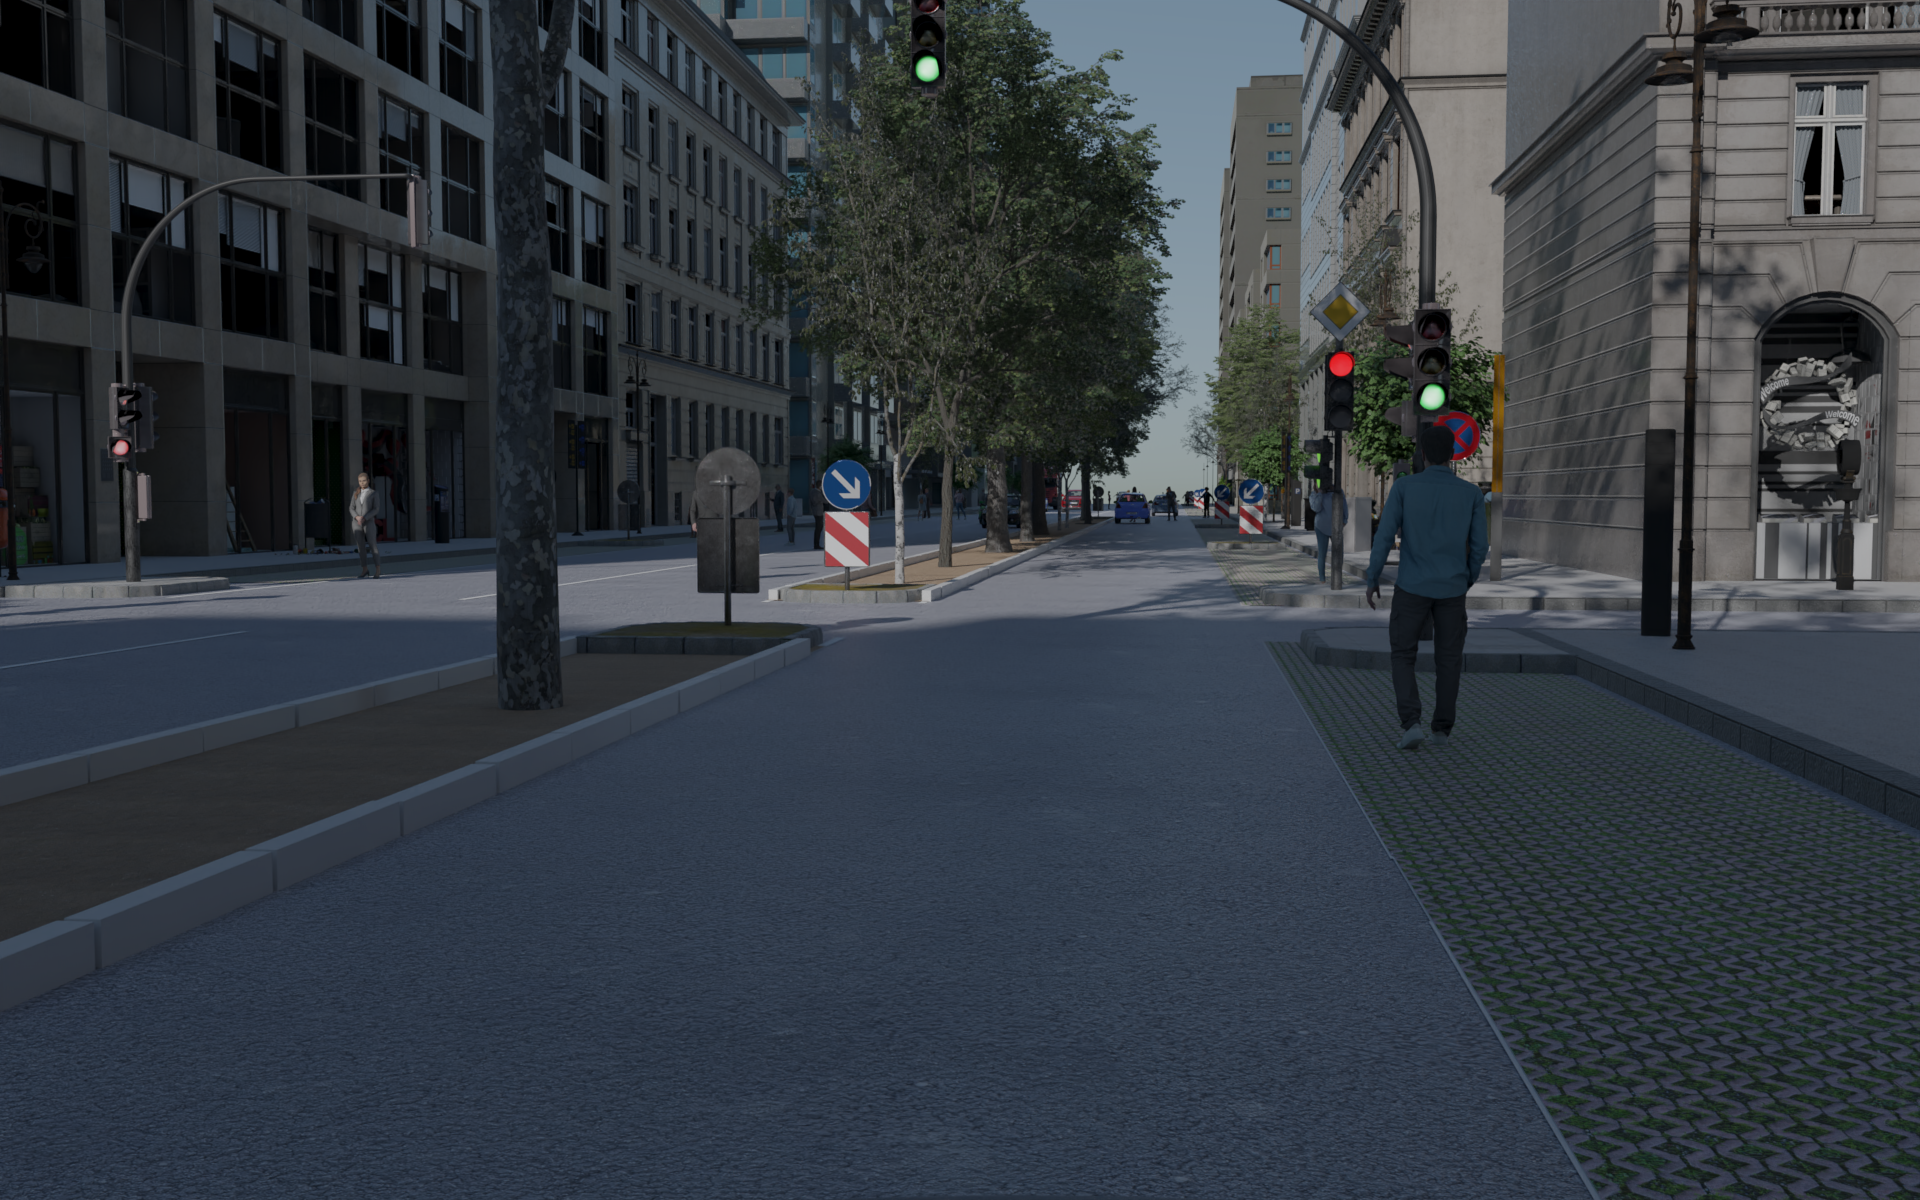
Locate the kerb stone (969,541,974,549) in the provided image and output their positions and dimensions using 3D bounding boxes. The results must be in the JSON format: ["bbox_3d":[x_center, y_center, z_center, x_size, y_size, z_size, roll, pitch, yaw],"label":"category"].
[{"bbox_3d":[0.190,-1.403,45.190,0.120,0.150,1.000,0,4,7],"label":"kerb stone"}]

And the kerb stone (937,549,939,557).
[{"bbox_3d":[-0.575,-1.033,39.094,0.120,0.150,1.000,0,4,7],"label":"kerb stone"}]

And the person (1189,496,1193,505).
[{"bbox_3d":[27.467,-11.888,206.049,0.799,1.438,0.628,2,4,27],"label":"person"}]

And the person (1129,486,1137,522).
[{"bbox_3d":[8.942,-4.912,88.813,0.555,1.821,0.388,-1,4,-19],"label":"person"}]

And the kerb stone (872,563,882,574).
[{"bbox_3d":[-1.584,-0.534,30.946,0.120,0.150,1.000,0,4,7],"label":"kerb stone"}]

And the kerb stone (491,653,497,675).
[{"bbox_3d":[-3.661,0.495,14.143,0.120,0.150,1.000,0,4,7],"label":"kerb stone"}]

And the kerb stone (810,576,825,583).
[{"bbox_3d":[-2.213,-0.224,25.858,0.120,0.150,1.000,0,4,7],"label":"kerb stone"}]

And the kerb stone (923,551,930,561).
[{"bbox_3d":[-0.820,-0.909,37.064,0.120,0.150,1.000,0,4,7],"label":"kerb stone"}]

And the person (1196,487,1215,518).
[{"bbox_3d":[14.672,-5.812,103.163,1.348,1.869,0.705,3,5,44],"label":"person"}]

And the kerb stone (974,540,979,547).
[{"bbox_3d":[0.315,-1.465,46.209,0.120,0.150,1.000,0,4,7],"label":"kerb stone"}]

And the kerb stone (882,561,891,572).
[{"bbox_3d":[-1.460,-0.597,31.961,0.120,0.150,1.000,0,4,7],"label":"kerb stone"}]

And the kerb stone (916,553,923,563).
[{"bbox_3d":[-0.948,-0.843,36.040,0.120,0.150,1.000,0,4,7],"label":"kerb stone"}]

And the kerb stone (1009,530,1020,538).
[{"bbox_3d":[1.831,-2.217,58.438,0.120,0.150,1.000,0,4,7],"label":"kerb stone"}]

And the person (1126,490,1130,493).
[{"bbox_3d":[12.080,-6.984,123.410,0.721,1.743,1.217,-3,5,-42],"label":"person"}]

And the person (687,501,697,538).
[{"bbox_3d":[-8.724,-2.647,56.448,0.362,1.253,0.373,-3,5,-41],"label":"person"}]

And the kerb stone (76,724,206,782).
[{"bbox_3d":[-4.291,0.804,9.051,0.120,0.150,1.000,0,4,7],"label":"kerb stone"}]

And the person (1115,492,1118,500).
[{"bbox_3d":[22.922,-14.869,252.394,1.217,1.735,0.721,0,4,-6],"label":"person"}]

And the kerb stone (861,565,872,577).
[{"bbox_3d":[-1.709,-0.473,29.925,0.120,0.150,1.000,0,4,7],"label":"kerb stone"}]

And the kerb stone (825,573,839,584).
[{"bbox_3d":[-2.076,-0.286,26.873,0.120,0.150,1.000,0,4,7],"label":"kerb stone"}]

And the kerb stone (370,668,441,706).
[{"bbox_3d":[-3.915,0.618,12.098,0.120,0.150,1.000,0,4,7],"label":"kerb stone"}]

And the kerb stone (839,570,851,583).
[{"bbox_3d":[-1.956,-0.348,27.890,0.120,0.150,1.000,0,4,7],"label":"kerb stone"}]

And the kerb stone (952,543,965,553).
[{"bbox_3d":[-0.066,-1.279,43.152,0.120,0.150,1.000,0,4,7],"label":"kerb stone"}]

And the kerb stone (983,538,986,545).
[{"bbox_3d":[0.567,-1.593,48.242,0.120,0.150,1.000,0,4,7],"label":"kerb stone"}]

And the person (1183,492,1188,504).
[{"bbox_3d":[30.641,-13.795,234.598,0.990,1.755,0.434,1,4,20],"label":"person"}]

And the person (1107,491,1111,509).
[{"bbox_3d":[14.170,-9.441,163.550,0.721,1.739,1.217,1,4,10],"label":"person"}]

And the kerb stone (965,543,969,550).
[{"bbox_3d":[0.056,-1.340,44.177,0.120,0.150,1.000,0,4,7],"label":"kerb stone"}]

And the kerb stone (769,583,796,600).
[{"bbox_3d":[-2.456,-0.094,23.818,0.120,0.150,1.000,0,4,7],"label":"kerb stone"}]

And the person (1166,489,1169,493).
[{"bbox_3d":[15.740,-7.541,131.426,1.348,1.869,0.705,3,5,41],"label":"person"}]

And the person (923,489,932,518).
[{"bbox_3d":[-1.996,-5.711,102.431,0.434,1.755,0.990,-3,5,-40],"label":"person"}]

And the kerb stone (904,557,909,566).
[{"bbox_3d":[-1.197,-0.718,34.007,0.120,0.150,1.000,0,4,7],"label":"kerb stone"}]

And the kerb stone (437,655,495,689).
[{"bbox_3d":[-3.792,0.560,13.117,0.120,0.150,1.000,0,4,7],"label":"kerb stone"}]

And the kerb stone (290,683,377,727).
[{"bbox_3d":[-4.036,0.680,11.081,0.120,0.150,1.000,0,4,7],"label":"kerb stone"}]

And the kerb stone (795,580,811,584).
[{"bbox_3d":[-2.335,-0.162,24.838,0.120,0.150,1.000,0,4,7],"label":"kerb stone"}]

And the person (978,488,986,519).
[{"bbox_3d":[1.339,-5.504,98.894,0.834,1.777,0.661,-3,5,-43],"label":"person"}]

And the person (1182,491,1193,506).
[{"bbox_3d":[26.508,-11.819,201.749,1.348,1.823,0.705,1,4,9],"label":"person"}]

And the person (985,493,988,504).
[{"bbox_3d":[1.485,-4.308,79.334,0.661,1.777,0.834,1,4,12],"label":"person"}]

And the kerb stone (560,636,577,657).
[{"bbox_3d":[-3.528,0.433,15.157,0.120,0.150,1.000,0,4,7],"label":"kerb stone"}]

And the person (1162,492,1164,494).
[{"bbox_3d":[27.531,-13.772,234.617,0.756,1.711,0.436,0,3,0],"label":"person"}]

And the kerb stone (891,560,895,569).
[{"bbox_3d":[-1.332,-0.659,32.982,0.120,0.150,1.000,0,4,7],"label":"kerb stone"}]

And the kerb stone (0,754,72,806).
[{"bbox_3d":[-4.412,0.866,8.031,0.120,0.150,1.000,0,4,7],"label":"kerb stone"}]

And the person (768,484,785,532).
[{"bbox_3d":[-6.912,-3.466,65.348,0.590,1.801,0.661,-2,4,-33],"label":"person"}]

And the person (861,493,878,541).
[{"bbox_3d":[-2.840,-2.642,52.286,0.593,1.750,0.643,3,4,38],"label":"person"}]

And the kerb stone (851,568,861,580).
[{"bbox_3d":[-1.838,-0.410,28.905,0.120,0.150,1.000,0,4,7],"label":"kerb stone"}]

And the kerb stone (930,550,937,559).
[{"bbox_3d":[-0.693,-0.971,38.078,0.120,0.150,1.000,0,4,7],"label":"kerb stone"}]

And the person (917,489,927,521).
[{"bbox_3d":[-2.041,-5.074,92.457,0.512,1.701,0.522,0,4,2],"label":"person"}]

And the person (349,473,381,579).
[{"bbox_3d":[-10.126,-1.265,29.451,0.520,1.790,0.573,-1,4,-12],"label":"person"}]

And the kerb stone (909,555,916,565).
[{"bbox_3d":[-1.074,-0.784,35.026,0.120,0.150,1.000,0,4,7],"label":"kerb stone"}]

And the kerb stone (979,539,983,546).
[{"bbox_3d":[0.438,-1.525,47.223,0.120,0.150,1.000,0,4,7],"label":"kerb stone"}]

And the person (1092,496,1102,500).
[{"bbox_3d":[11.772,-8.551,148.442,1.348,1.807,0.705,-3,5,-41],"label":"person"}]

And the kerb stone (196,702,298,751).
[{"bbox_3d":[-4.174,0.744,10.068,0.120,0.150,1.000,0,4,7],"label":"kerb stone"}]

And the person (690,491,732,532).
[{"bbox_3d":[-4.107,-1.223,28.269,0.659,1.850,0.755,1,4,9],"label":"person"}]
